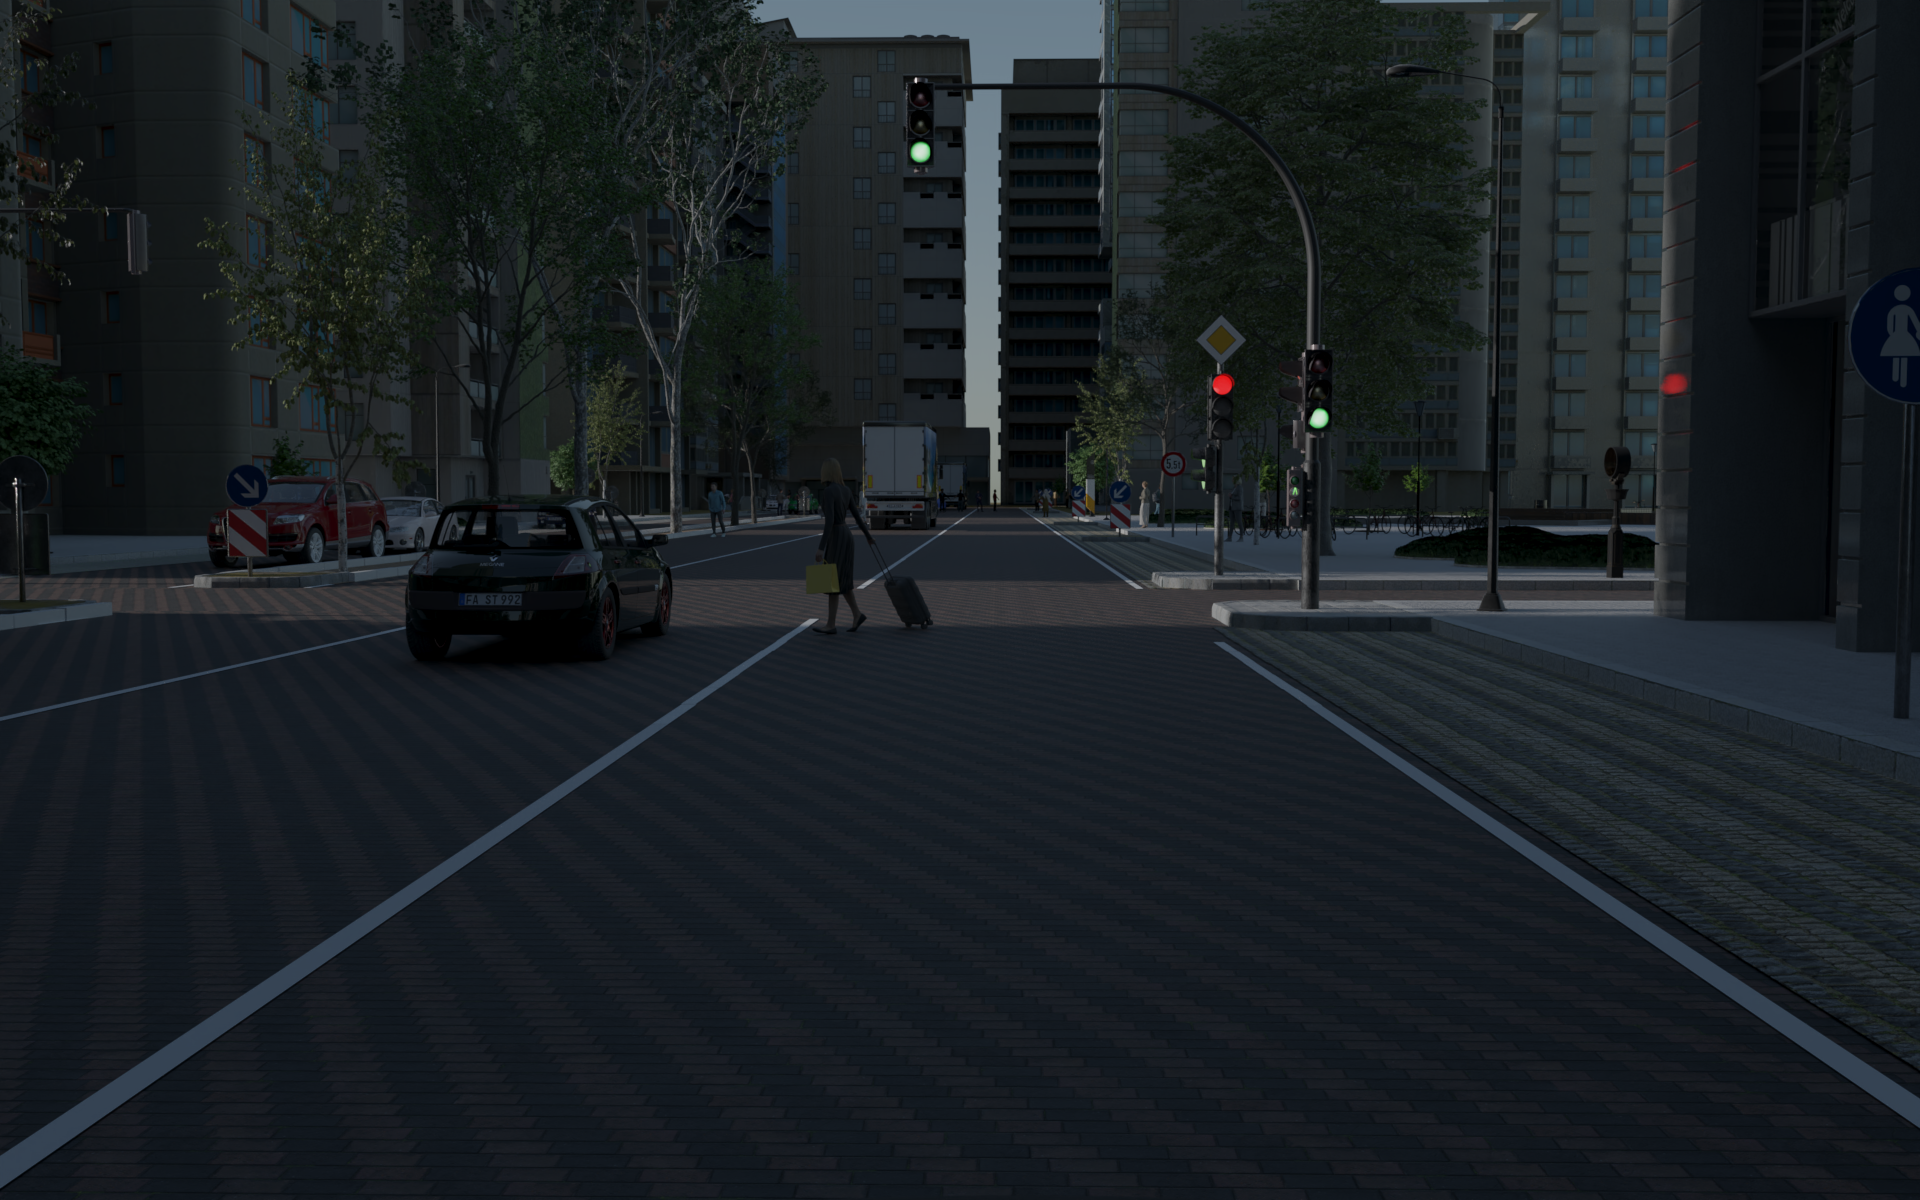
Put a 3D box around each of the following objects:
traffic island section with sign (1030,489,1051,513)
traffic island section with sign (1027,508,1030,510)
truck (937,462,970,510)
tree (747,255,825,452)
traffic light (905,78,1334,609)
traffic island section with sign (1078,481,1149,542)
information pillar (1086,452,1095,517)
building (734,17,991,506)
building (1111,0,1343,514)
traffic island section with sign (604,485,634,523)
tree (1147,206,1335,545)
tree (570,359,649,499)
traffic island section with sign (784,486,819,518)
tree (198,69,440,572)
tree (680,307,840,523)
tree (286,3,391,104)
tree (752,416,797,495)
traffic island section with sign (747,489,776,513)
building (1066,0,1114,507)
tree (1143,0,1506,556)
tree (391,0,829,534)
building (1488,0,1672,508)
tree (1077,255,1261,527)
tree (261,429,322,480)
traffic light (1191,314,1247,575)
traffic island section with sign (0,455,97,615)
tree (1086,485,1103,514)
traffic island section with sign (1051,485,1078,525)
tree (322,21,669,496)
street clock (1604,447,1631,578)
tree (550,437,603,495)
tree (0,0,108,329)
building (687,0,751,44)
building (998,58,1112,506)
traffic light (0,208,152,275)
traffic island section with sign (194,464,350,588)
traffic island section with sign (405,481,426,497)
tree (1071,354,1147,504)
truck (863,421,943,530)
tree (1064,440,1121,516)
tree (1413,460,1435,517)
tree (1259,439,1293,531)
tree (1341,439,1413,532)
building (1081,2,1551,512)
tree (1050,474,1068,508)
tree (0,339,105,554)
[{"bbox_3d":[6.431,-7.369,129.103,1.989,1.847,2.006,0,4,1],"label":"traffic island section with sign"},{"bbox_3d":[7.034,-9.035,156.350,1.989,1.847,2.006,0,4,1],"label":"traffic island section with sign"},{"bbox_3d":[-0.661,-10.350,158.138,2.839,4.237,11.283,0,4,2],"label":"truck"},{"bbox_3d":[-9.606,-8.928,74.192,9.928,11.665,9.643,0,3,0],"label":"tree"},{"bbox_3d":[1.796,-2.723,19.184,4.771,5.953,1.251,0,4,1],"label":"traffic light"},{"bbox_3d":[4.693,-2.682,52.479,1.989,1.847,2.006,0,4,1],"label":"traffic island section with sign"},{"bbox_3d":[7.355,-6.488,97.427,0.504,3.616,0.183,-1,4,-21],"label":"information pillar"},{"bbox_3d":[-10.254,-37.421,201.072,27.495,52.752,28.713,0,4,1],"label":"building"},{"bbox_3d":[17.038,-26.368,114.706,14.154,41.232,14.086,0,4,1],"label":"building"},{"bbox_3d":[-16.031,-4.329,79.406,1.989,1.847,2.006,0,4,1],"label":"traffic island section with sign"},{"bbox_3d":[7.238,-5.691,43.405,4.737,8.622,4.395,0,3,0],"label":"tree"},{"bbox_3d":[-18.946,-8.704,92.680,4.737,8.622,4.395,0,3,0],"label":"tree"},{"bbox_3d":[-9.292,-5.771,102.495,2.006,1.907,1.989,0,4,1],"label":"traffic island section with sign"},{"bbox_3d":[-10.751,-4.708,29.793,4.737,8.622,4.395,0,3,0],"label":"tree"},{"bbox_3d":[-9.929,-8.996,83.946,8.767,10.594,7.601,0,4,1],"label":"tree"},{"bbox_3d":[-11.889,-11.677,49.265,12.611,20.169,13.585,0,3,0],"label":"tree"},{"bbox_3d":[-17.463,-12.921,161.612,4.360,8.622,3.978,0,3,0],"label":"tree"},{"bbox_3d":[-14.875,-7.441,130.290,1.989,1.847,2.006,0,4,1],"label":"traffic island section with sign"},{"bbox_3d":[21.747,-51.819,159.916,22.319,86.520,31.000,0,4,1],"label":"building"},{"bbox_3d":[7.319,-7.176,35.447,7.486,12.596,7.792,0,3,0],"label":"tree"},{"bbox_3d":[-11.408,-12.494,62.622,12.611,20.169,13.585,0,3,0],"label":"tree"},{"bbox_3d":[61.202,-33.293,163.957,30.456,49.044,23.786,0,4,1],"label":"building"},{"bbox_3d":[8.120,-8.096,66.789,7.601,10.594,8.767,0,4,-1],"label":"tree"},{"bbox_3d":[-20.151,-3.495,51.744,1.663,3.219,1.824,0,3,0],"label":"tree"},{"bbox_3d":[4.070,-2.345,27.261,0.839,4.253,0.868,0,4,1],"label":"traffic light"},{"bbox_3d":[-11.161,-0.724,19.971,2.006,1.907,1.989,0,4,1],"label":"traffic island section with sign"},{"bbox_3d":[8.523,-7.093,110.575,1.663,3.219,1.824,0,3,0],"label":"tree"},{"bbox_3d":[5.295,-4.330,79.427,1.989,1.847,2.006,0,4,1],"label":"traffic island section with sign"},{"bbox_3d":[-10.316,-6.723,38.139,9.928,11.665,9.643,0,3,0],"label":"tree"},{"bbox_3d":[10.028,-1.339,26.465,0.358,2.002,0.471,0,4,-3],"label":"street clock"},{"bbox_3d":[-21.957,-6.989,97.990,4.285,4.588,4.351,0,3,0],"label":"tree"},{"bbox_3d":[-11.205,-3.975,17.804,4.360,8.622,3.978,0,3,0],"label":"tree"},{"bbox_3d":[-38.188,-40.102,197.674,28.212,58.520,21.231,0,4,1],"label":"building"},{"bbox_3d":[15.130,-35.055,196.851,21.600,48.544,21.300,0,4,1],"label":"building"},{"bbox_3d":[-15.393,-3.245,27.720,4.771,5.953,1.251,0,4,1],"label":"traffic light"},{"bbox_3d":[-10.984,-1.177,27.376,2.006,1.907,1.989,0,4,1],"label":"traffic island section with sign"},{"bbox_3d":[-16.639,-2.681,52.457,1.989,1.847,2.006,0,4,1],"label":"traffic island section with sign"},{"bbox_3d":[8.061,-8.470,88.850,4.737,8.622,4.395,0,3,0],"label":"tree"},{"bbox_3d":[-2.312,-5.084,72.030,2.839,4.237,11.283,0,4,2],"label":"truck"},{"bbox_3d":[7.919,-7.322,103.436,4.285,4.588,4.351,0,3,0],"label":"tree"},{"bbox_3d":[25.230,-6.184,95.709,1.663,3.219,1.824,0,3,0],"label":"tree"},{"bbox_3d":[10.851,-4.064,61.052,1.663,3.219,1.824,0,3,0],"label":"tree"},{"bbox_3d":[14.005,-3.923,58.749,1.663,3.219,1.824,0,3,0],"label":"tree"},{"bbox_3d":[25.610,-27.028,133.790,32.217,40.220,23.993,0,4,1],"label":"building"},{"bbox_3d":[9.263,-10.300,163.012,1.663,3.219,1.824,0,3,0],"label":"tree"},{"bbox_3d":[-20.179,-3.262,37.048,4.285,4.588,4.351,0,3,0],"label":"tree"}]
